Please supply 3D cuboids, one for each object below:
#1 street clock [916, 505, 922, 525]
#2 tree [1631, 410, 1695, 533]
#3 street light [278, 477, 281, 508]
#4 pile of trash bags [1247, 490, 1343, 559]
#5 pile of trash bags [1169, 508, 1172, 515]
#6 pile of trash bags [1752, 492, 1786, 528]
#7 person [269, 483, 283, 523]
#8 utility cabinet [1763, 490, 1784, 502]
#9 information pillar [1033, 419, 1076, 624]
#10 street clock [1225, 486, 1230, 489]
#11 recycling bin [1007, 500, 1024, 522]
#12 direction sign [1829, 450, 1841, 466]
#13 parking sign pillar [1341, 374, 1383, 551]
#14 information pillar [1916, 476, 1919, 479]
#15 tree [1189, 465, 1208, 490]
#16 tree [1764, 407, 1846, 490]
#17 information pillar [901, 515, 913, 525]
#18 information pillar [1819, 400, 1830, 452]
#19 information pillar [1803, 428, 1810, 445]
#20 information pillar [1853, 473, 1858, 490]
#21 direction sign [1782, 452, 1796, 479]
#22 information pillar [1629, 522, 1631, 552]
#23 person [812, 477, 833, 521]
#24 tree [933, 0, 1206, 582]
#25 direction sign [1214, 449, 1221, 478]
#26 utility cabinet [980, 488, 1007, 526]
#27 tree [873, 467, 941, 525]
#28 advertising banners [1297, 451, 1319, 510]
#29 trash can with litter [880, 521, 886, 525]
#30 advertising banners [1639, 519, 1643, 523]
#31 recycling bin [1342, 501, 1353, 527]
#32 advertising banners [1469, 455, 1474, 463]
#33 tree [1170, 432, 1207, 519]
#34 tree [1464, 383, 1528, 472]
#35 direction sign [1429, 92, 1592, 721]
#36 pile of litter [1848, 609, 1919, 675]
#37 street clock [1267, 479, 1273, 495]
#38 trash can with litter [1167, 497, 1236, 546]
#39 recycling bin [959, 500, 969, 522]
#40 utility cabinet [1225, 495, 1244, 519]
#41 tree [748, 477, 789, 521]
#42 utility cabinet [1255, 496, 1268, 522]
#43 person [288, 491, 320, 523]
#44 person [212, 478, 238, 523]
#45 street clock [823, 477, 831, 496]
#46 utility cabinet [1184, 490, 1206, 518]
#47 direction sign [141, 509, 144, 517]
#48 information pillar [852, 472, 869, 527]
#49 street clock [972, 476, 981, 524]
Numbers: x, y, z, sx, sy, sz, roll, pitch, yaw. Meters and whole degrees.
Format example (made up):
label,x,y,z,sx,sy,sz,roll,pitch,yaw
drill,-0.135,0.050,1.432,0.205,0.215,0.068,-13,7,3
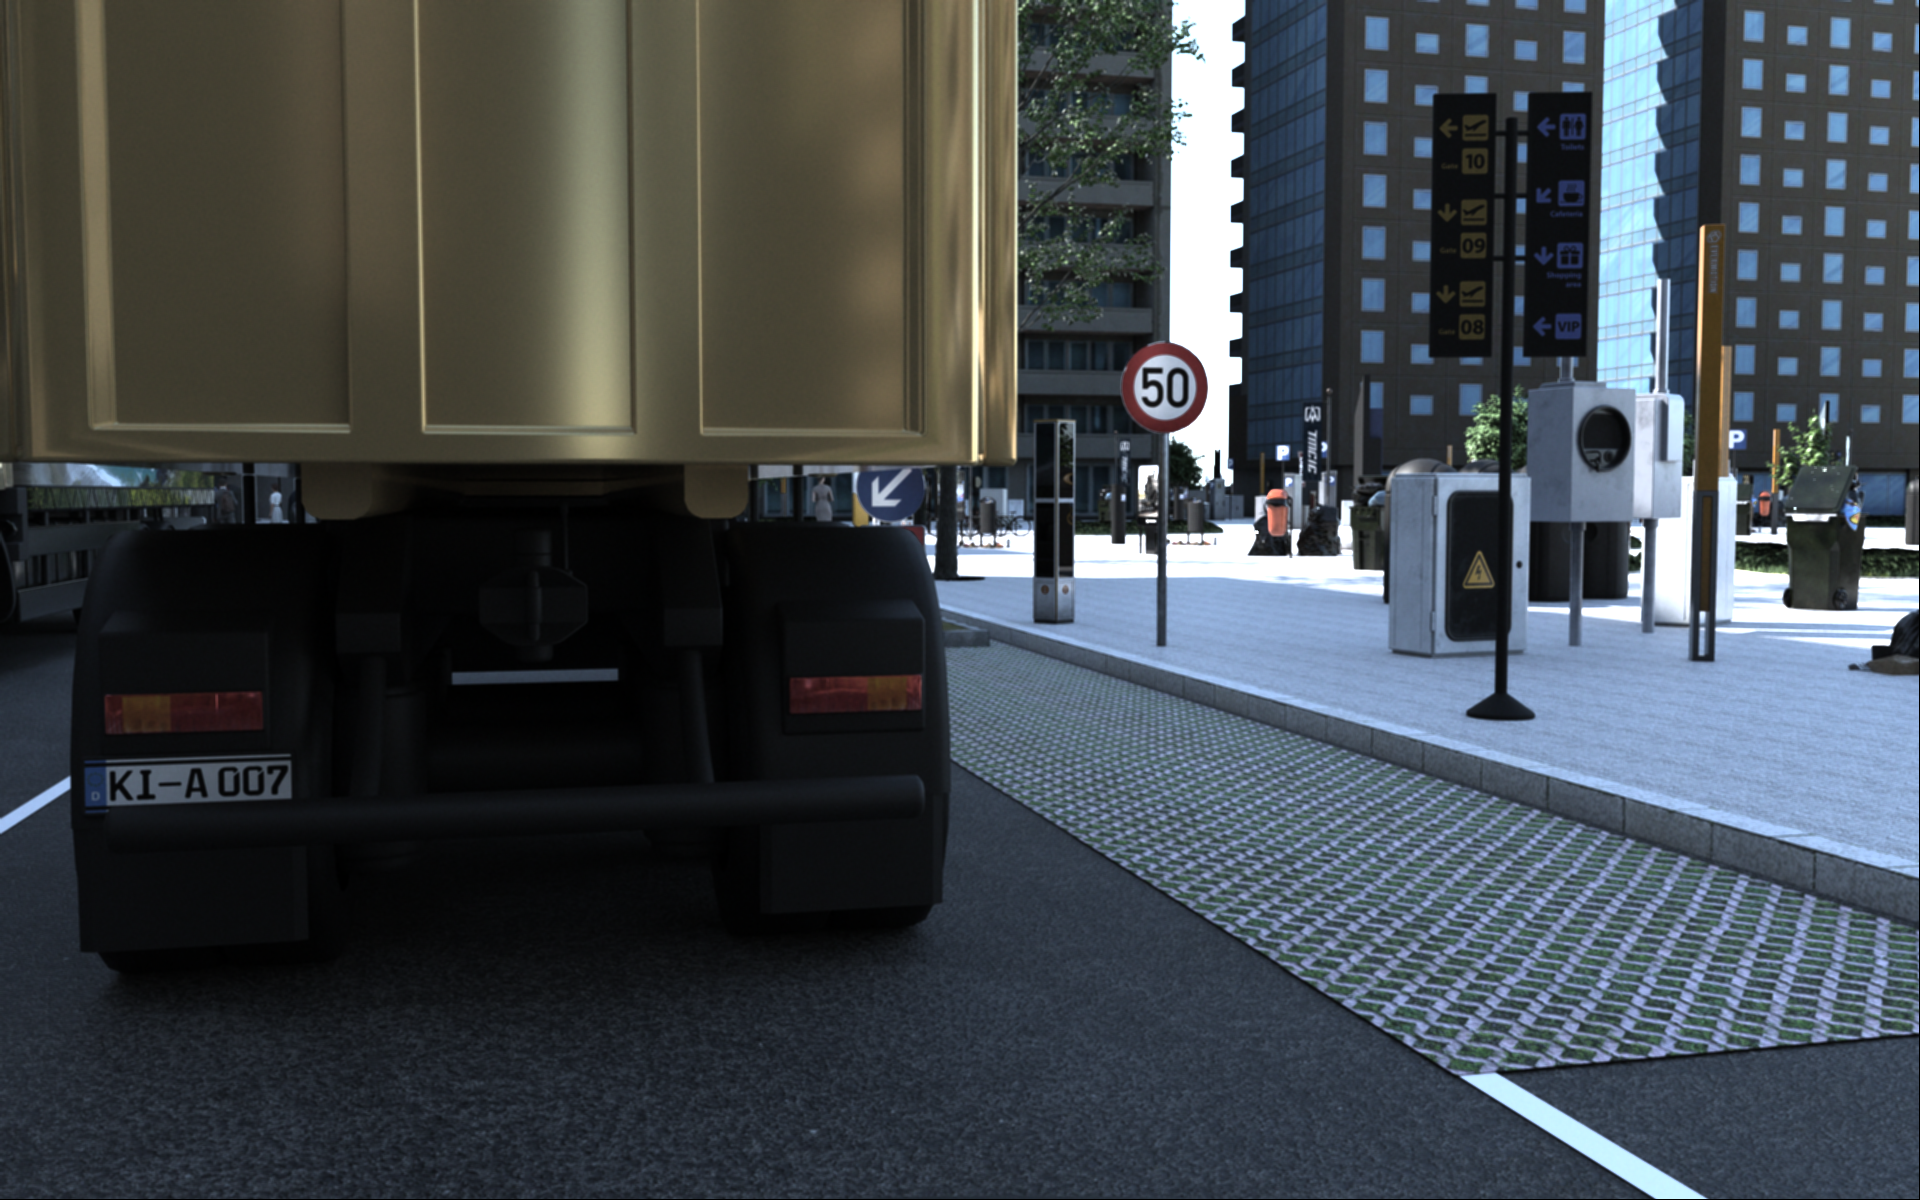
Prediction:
label,x,y,z,sx,sy,sz,roll,pitch,yaw
street clock,-1.444,-3.463,61.183,0.358,2.002,0.471,0,4,5
tree,23.134,-4.549,58.098,4.285,4.588,4.351,0,3,0
street light,-28.400,-6.080,72.202,0.468,5.910,1.993,-1,4,-14
pile of trash bags,6.836,-1.589,35.740,1.912,1.369,3.447,1,4,20
pile of trash bags,13.039,-5.928,106.679,1.912,1.369,3.447,2,4,32
pile of trash bags,30.904,-3.491,66.837,1.912,1.369,3.447,1,4,18
person,-19.888,-2.514,50.178,0.524,1.755,0.480,1,4,12
utility cabinet,42.515,-5.010,90.586,0.318,1.500,1.173,-1,4,-17
information pillar,0.935,-0.776,17.188,0.304,2.012,0.304,3,5,41
street clock,23.095,-8.846,149.202,0.471,2.002,0.358,0,4,0
recycling bin,2.557,-4.148,80.366,0.722,1.027,0.722,0,4,-4
direction sign,45.176,-5.962,89.474,0.876,3.537,0.379,-2,4,-28
parking sign pillar,9.341,-3.135,39.732,1.447,3.967,1.447,0,4,4
information pillar,38.810,-4.003,69.942,0.304,2.012,0.304,-2,4,-26
tree,13.163,-6.315,97.845,1.663,3.219,1.824,0,3,0
tree,18.975,-2.677,38.367,1.663,3.219,1.824,0,3,0
information pillar,-1.698,-3.122,55.529,0.304,2.012,0.304,-3,4,-39
information pillar,21.727,-3.197,43.627,0.183,3.616,0.504,0,4,8
information pillar,30.079,-4.296,61.592,0.183,3.616,0.504,0,4,0
information pillar,31.511,-3.470,61.225,0.304,2.012,0.304,1,4,20
direction sign,43.701,-6.066,91.175,0.379,3.537,0.876,-3,5,-43
information pillar,13.768,-1.925,35.964,0.304,2.012,0.304,2,4,25
person,-3.163,-2.067,40.184,0.599,1.781,0.374,-1,4,-17
tree,-0.097,-6.098,25.451,9.928,11.665,9.643,0,3,0
direction sign,12.894,-5.797,86.782,0.379,3.537,0.876,-1,4,-12
utility cabinet,1.338,-3.682,68.880,1.173,1.500,0.318,3,5,39
tree,-1.556,-5.125,34.150,4.360,8.622,3.978,0,3,0
advertising banners,14.513,-4.583,71.124,2.074,3.025,0.090,-3,5,-39
trash can with litter,-2.251,-2.586,53.675,0.624,1.170,1.055,3,5,44
advertising banners,30.603,-4.965,77.358,2.074,3.025,0.090,-2,4,-24
recycling bin,15.374,-3.376,67.758,0.722,1.027,0.722,2,4,28
advertising banners,17.852,-4.058,62.533,2.074,3.025,0.090,2,4,31
tree,11.000,-6.491,89.834,4.285,4.588,4.351,0,3,0
tree,16.417,-4.123,51.125,4.285,4.588,4.351,0,3,0
direction sign,3.117,-1.094,9.883,0.876,3.537,0.379,0,4,3
pile of litter,7.327,0.101,12.308,1.719,0.858,1.176,3,4,39
street clock,14.981,-4.835,83.615,0.358,2.002,0.471,0,4,5
trash can with litter,5.742,-1.994,43.656,1.678,1.210,2.233,-2,4,-35
recycling bin,-0.044,-4.064,79.007,0.722,1.027,0.722,1,4,17
utility cabinet,14.282,-4.843,90.344,1.020,1.237,0.306,1,4,11
tree,-5.963,-4.040,49.774,4.285,4.588,4.351,0,3,0
utility cabinet,10.172,-2.859,57.909,0.306,1.237,1.020,2,4,30
person,-7.991,-0.757,21.219,0.623,1.781,0.721,1,4,13
person,-18.283,-2.117,43.072,0.622,1.834,0.822,-1,4,-14
street clock,-5.302,-3.922,68.688,0.358,2.002,0.471,-2,4,-25
utility cabinet,12.647,-5.177,93.316,1.173,1.500,0.318,0,4,-1
direction sign,-23.883,-3.581,50.551,0.379,3.537,0.876,-1,4,-9
information pillar,-2.378,-3.070,41.548,0.183,3.616,0.504,3,5,41
street clock,0.638,-4.030,70.465,0.358,2.002,0.471,3,5,42
